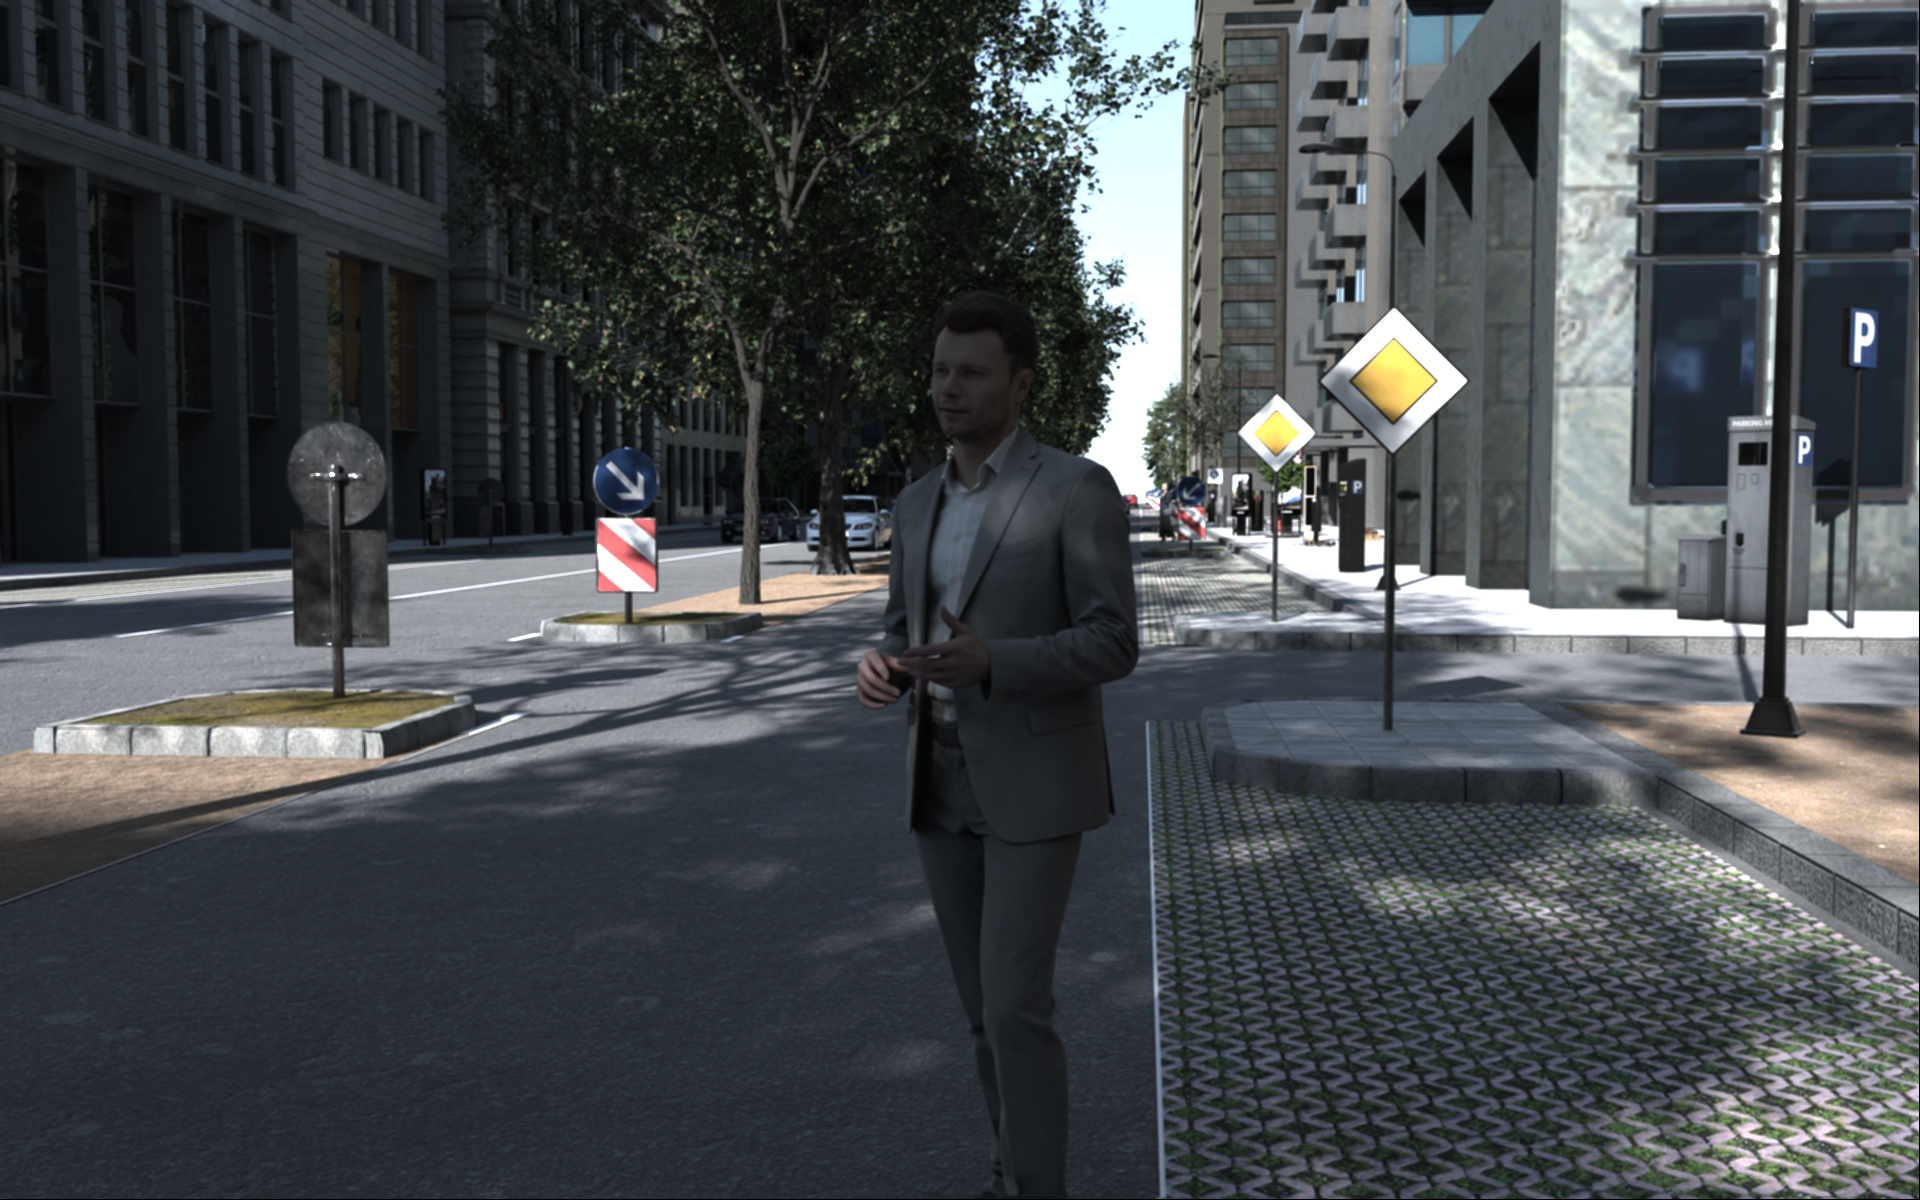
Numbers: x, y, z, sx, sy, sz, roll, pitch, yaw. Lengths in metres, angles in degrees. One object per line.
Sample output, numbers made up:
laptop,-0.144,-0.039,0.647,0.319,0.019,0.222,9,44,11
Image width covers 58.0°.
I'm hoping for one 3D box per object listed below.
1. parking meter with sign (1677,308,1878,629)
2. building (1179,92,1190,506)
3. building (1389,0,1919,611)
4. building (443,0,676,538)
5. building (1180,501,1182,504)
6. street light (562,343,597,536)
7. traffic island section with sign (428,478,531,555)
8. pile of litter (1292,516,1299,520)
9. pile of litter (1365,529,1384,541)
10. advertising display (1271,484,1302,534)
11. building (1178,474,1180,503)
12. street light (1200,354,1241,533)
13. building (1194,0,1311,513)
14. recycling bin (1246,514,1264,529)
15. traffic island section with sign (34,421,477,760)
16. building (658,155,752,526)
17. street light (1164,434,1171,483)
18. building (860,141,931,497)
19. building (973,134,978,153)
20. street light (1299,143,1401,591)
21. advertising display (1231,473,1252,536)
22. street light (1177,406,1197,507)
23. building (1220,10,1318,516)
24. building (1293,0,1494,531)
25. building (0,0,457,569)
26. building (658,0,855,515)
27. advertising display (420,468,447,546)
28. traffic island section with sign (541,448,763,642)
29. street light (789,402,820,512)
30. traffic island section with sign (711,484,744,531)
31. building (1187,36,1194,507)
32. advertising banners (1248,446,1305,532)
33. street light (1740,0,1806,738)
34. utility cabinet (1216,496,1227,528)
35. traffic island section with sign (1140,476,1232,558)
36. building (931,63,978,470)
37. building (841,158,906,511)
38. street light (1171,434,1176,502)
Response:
parking meter with sign,7.993,-1.274,17.091,0.543,3.016,1.738,-3,4,-38
building,31.176,-32.943,188.722,14.600,45.320,14.200,0,4,6
building,23.142,-43.640,26.181,31.000,86.520,22.319,0,4,6
building,-17.556,-14.115,59.653,11.050,23.489,19.941,0,4,6
building,37.355,-35.647,206.523,21.300,48.544,21.600,0,4,6
street light,-11.660,-4.953,53.525,1.470,5.913,1.316,0,4,6
traffic island section with sign,-11.410,-2.009,41.479,1.989,1.847,2.006,0,4,6
pile of litter,16.417,-4.503,87.585,1.719,0.858,1.176,1,4,16
pile of litter,11.286,-2.097,48.245,1.176,0.858,1.719,3,5,40
advertising display,10.482,-3.081,55.582,0.974,1.923,0.123,1,4,14
building,41.152,-56.233,232.084,22.319,86.520,31.000,0,4,6
street light,8.745,-5.205,57.642,1.470,5.913,1.316,0,4,6
building,27.857,-30.657,124.939,21.300,48.544,21.600,0,4,6
recycling bin,10.869,-3.189,64.693,0.722,1.027,0.722,-2,4,-28
traffic island section with sign,-3.993,-0.135,10.339,2.006,1.907,1.989,0,4,6
building,-16.291,-13.659,78.083,10.420,20.320,16.860,0,4,6
street light,16.663,-9.841,133.433,1.470,5.913,1.316,0,4,6
building,-10.340,-30.900,155.324,14.600,45.320,14.200,0,4,6
building,-7.052,-36.833,221.832,23.786,49.044,30.456,0,4,6
street light,5.182,-3.088,23.038,1.470,5.913,1.316,0,4,6
advertising display,8.665,-2.940,53.291,0.123,1.923,0.974,-2,4,-24
street light,12.348,-7.299,91.873,1.470,5.913,1.316,0,4,6
building,23.034,-20.532,107.405,14.160,30.474,14.107,0,4,6
building,25.297,-27.439,68.243,23.786,49.044,30.456,0,4,6
building,-21.458,-15.744,34.905,11.434,29.767,29.804,0,4,6
building,-18.883,-27.838,109.774,22.147,44.769,28.867,0,4,6
advertising display,-13.092,-2.317,43.096,0.123,1.923,0.974,1,4,17
traffic island section with sign,-3.219,-0.585,17.706,2.006,1.907,1.989,0,4,6
street light,-8.083,-7.047,87.758,1.470,5.913,1.316,0,4,6
traffic island section with sign,-8.628,-3.649,68.291,1.989,1.847,2.006,0,4,6
building,27.894,-29.012,157.934,14.154,41.232,14.086,0,4,6
advertising banners,10.811,-3.844,59.043,2.074,3.025,0.090,-1,4,-14
street light,3.819,-2.240,9.165,1.470,5.913,1.316,0,4,6
utility cabinet,10.031,-3.380,66.420,0.306,1.237,1.020,1,4,15
traffic island section with sign,5.146,-1.887,39.488,1.989,1.847,2.006,0,4,6
building,-13.170,-36.944,193.276,28.713,52.752,27.495,0,4,6
building,-20.934,-27.224,136.991,32.217,40.220,23.993,0,4,6
street light,12.916,-7.706,98.542,1.470,5.913,1.316,0,4,6
